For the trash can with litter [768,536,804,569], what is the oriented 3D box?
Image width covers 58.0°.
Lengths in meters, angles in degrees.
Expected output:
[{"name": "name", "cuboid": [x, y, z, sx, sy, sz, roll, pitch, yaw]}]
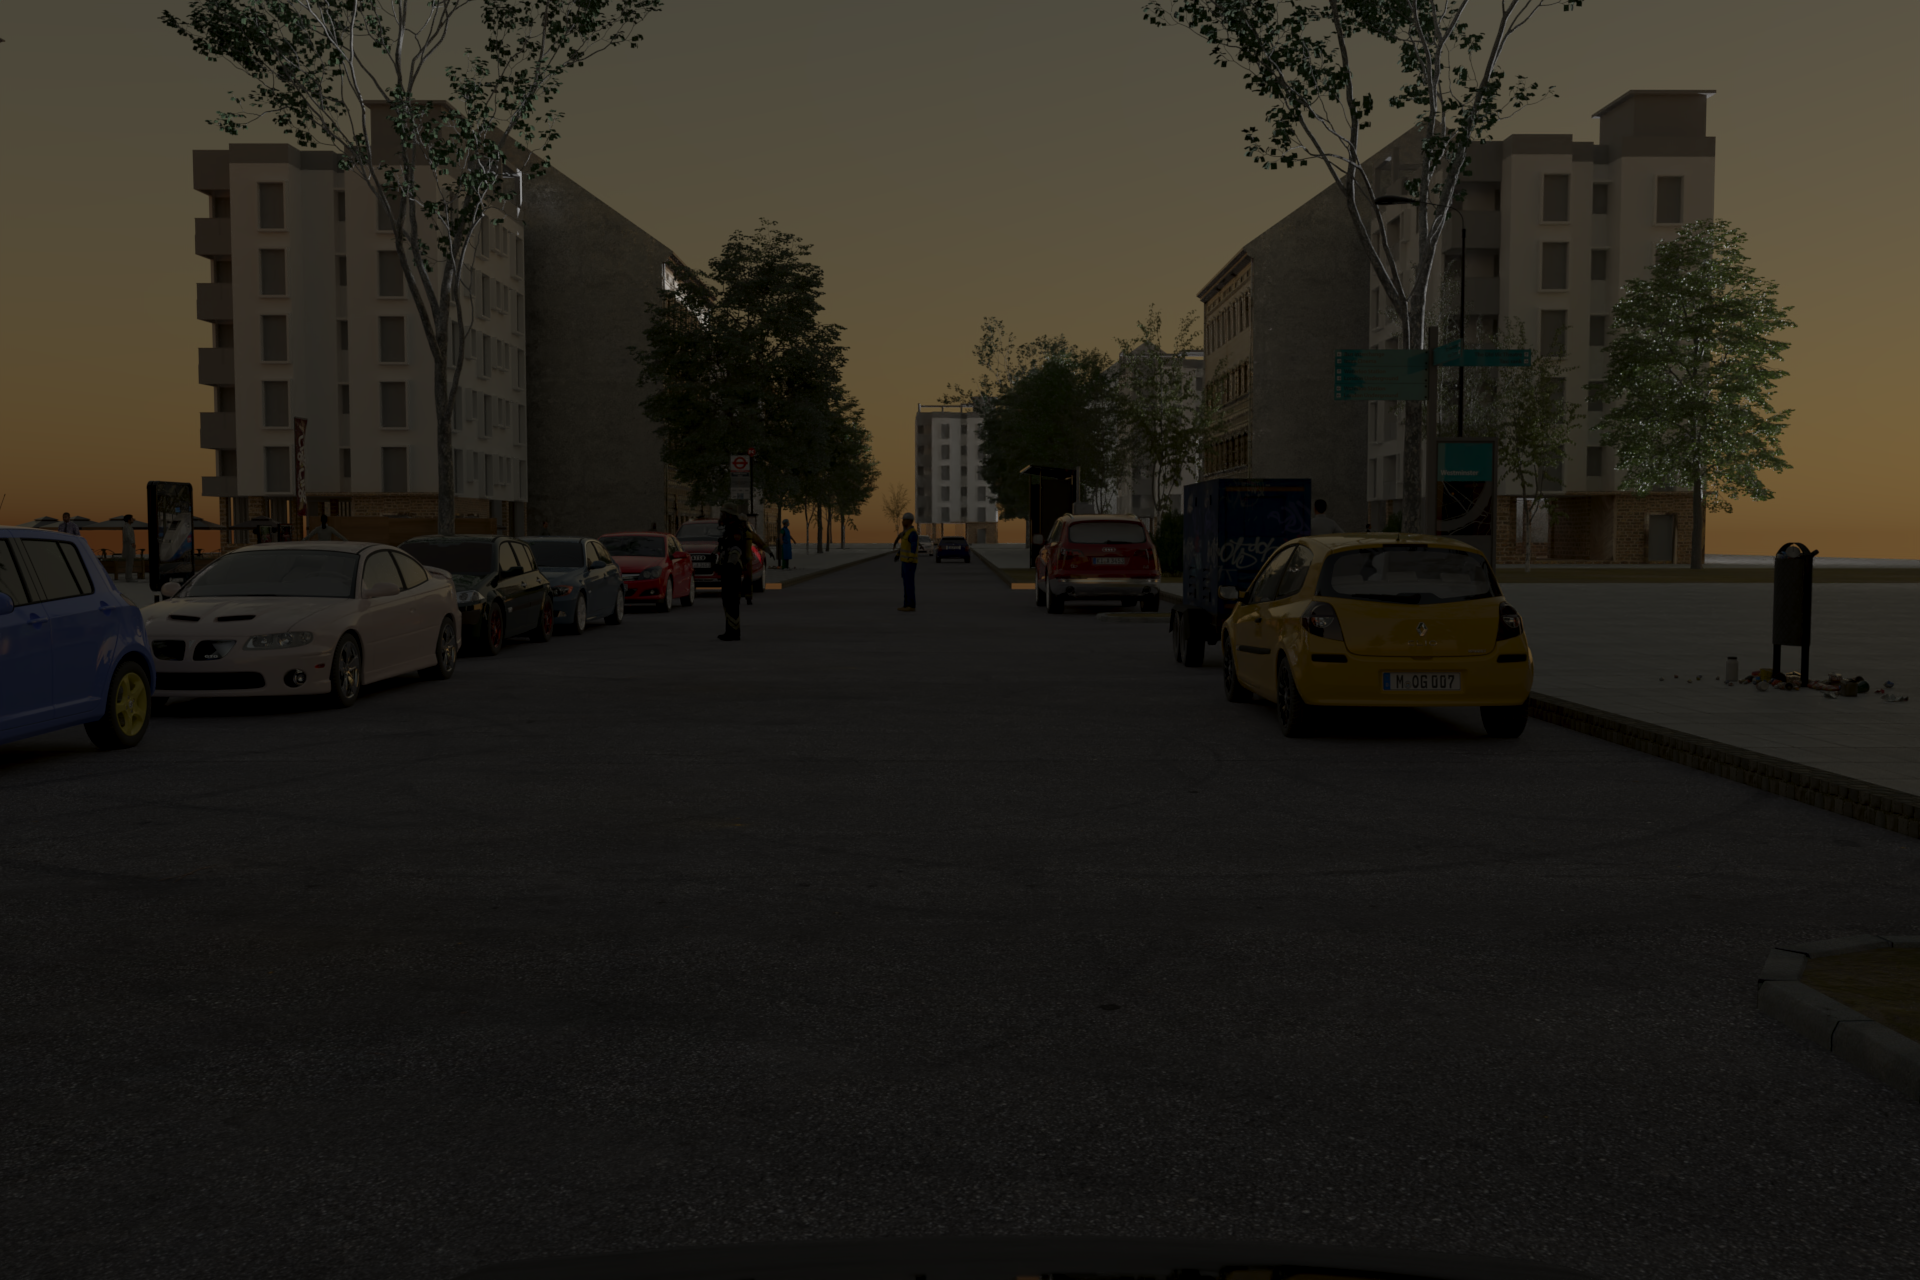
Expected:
[{"name": "trash can with litter", "cuboid": [-6.513, -3.231, 63.876, 1.678, 1.210, 2.233, 0, 3, 0]}]

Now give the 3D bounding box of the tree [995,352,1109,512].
[{"name": "tree", "cuboid": [5.806, -11.615, 108.028, 7.486, 12.596, 7.792, 0, 3, 0]}]

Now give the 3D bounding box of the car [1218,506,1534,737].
[{"name": "car", "cuboid": [3.123, -0.208, 13.625, 2.015, 1.641, 3.980, 0, 3, 0]}]

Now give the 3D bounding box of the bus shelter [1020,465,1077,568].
[{"name": "bus shelter", "cuboid": [3.167, -4.315, 61.830, 1.731, 3.624, 6.357, 0, 4, -1]}]

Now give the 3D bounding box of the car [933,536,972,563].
[{"name": "car", "cuboid": [-0.362, -4.548, 86.933, 1.945, 1.354, 3.894, 0, 4, -1]}]

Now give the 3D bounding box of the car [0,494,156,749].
[{"name": "car", "cuboid": [-6.375, -0.043, 10.301, 1.945, 1.707, 3.694, 0, 4, 0]}]

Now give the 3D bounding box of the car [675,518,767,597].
[{"name": "car", "cuboid": [-5.816, -1.983, 41.092, 2.281, 1.827, 5.304, 0, 4, 0]}]

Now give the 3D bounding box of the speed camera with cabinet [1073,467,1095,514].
[{"name": "speed camera with cabinet", "cuboid": [3.667, -3.411, 50.110, 0.660, 3.252, 2.038, 0, 4, -2]}]

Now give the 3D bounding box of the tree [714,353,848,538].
[{"name": "tree", "cuboid": [-9.601, -9.514, 89.963, 8.767, 10.594, 7.601, 1, 4, 18]}]

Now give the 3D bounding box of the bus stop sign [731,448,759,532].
[{"name": "bus stop sign", "cuboid": [-6.663, -3.973, 53.657, 0.855, 3.939, 0.416, 0, 3, 0]}]

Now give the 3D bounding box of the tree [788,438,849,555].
[{"name": "tree", "cuboid": [-9.597, -9.537, 106.291, 4.360, 8.622, 3.978, 0, 3, 0]}]

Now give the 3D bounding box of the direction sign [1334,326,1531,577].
[{"name": "direction sign", "cuboid": [6.085, -2.022, 21.823, 2.525, 3.948, 1.411, 0, 4, 0]}]

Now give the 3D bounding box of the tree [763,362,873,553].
[{"name": "tree", "cuboid": [-9.708, -12.003, 114.376, 7.486, 12.596, 7.792, 0, 3, 0]}]

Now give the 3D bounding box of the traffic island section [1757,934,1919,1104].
[{"name": "traffic island section", "cuboid": [3.401, 1.102, 4.847, 1.991, 0.108, 1.994, 0, 4, -1]}]

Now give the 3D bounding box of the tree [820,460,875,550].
[{"name": "tree", "cuboid": [-9.082, -11.534, 138.939, 4.737, 8.622, 4.395, 0, 3, 0]}]

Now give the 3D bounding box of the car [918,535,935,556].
[{"name": "car", "cuboid": [-2.657, -6.174, 113.301, 2.083, 1.381, 4.827, 0, 4, -1]}]

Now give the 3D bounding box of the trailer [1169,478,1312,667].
[{"name": "trailer", "cuboid": [3.115, -0.775, 19.727, 1.471, 1.999, 3.904, 0, 4, 0]}]

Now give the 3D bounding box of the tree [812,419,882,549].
[{"name": "tree", "cuboid": [-10.075, -13.565, 147.546, 9.928, 11.665, 9.643, 0, 3, 0]}]

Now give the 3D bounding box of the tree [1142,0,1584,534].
[{"name": "tree", "cuboid": [8.126, -10.988, 35.537, 12.611, 20.169, 13.585, 0, 3, 0]}]

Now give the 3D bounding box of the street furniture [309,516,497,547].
[{"name": "street furniture", "cuboid": [-16.171, -2.469, 47.216, 11.010, 1.723, 9.812, -1, 4, -18]}]

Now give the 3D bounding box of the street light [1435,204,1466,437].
[{"name": "street light", "cuboid": [7.460, -3.143, 23.928, 1.470, 5.913, 1.316, 0, 4, -1]}]

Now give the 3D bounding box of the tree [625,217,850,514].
[{"name": "tree", "cuboid": [-9.060, -10.073, 71.356, 9.857, 13.997, 8.962, 0, 3, 0]}]

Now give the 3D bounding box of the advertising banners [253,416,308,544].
[{"name": "advertising banners", "cuboid": [-9.883, -1.781, 25.311, 0.090, 3.025, 2.074, 0, 3, 0]}]

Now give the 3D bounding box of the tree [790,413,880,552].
[{"name": "tree", "cuboid": [-9.349, -11.728, 126.170, 7.601, 10.594, 8.767, -1, 4, -14]}]

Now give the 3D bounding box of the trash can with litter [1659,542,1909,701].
[{"name": "trash can with litter", "cuboid": [6.949, -0.198, 14.297, 1.678, 1.210, 2.233, 0, 3, 0]}]

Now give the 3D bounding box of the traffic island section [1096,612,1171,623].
[{"name": "traffic island section", "cuboid": [3.305, -0.370, 28.913, 1.991, 0.108, 1.994, 0, 4, -1]}]

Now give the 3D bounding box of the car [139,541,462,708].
[{"name": "car", "cuboid": [-5.956, -0.207, 15.742, 2.083, 1.381, 4.827, 0, 3, 0]}]

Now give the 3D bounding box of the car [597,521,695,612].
[{"name": "car", "cuboid": [-6.198, -1.465, 32.995, 2.155, 1.783, 4.494, 0, 3, 0]}]

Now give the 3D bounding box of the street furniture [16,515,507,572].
[{"name": "street furniture", "cuboid": [-30.790, -3.367, 60.078, 27.439, 1.986, 14.083, 0, 4, 4]}]

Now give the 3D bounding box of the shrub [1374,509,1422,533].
[{"name": "shrub", "cuboid": [14.073, -3.159, 55.695, 1.661, 2.075, 1.752, 0, 3, 0]}]

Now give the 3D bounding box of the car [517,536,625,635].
[{"name": "car", "cuboid": [-6.233, -0.864, 26.134, 2.014, 1.417, 4.499, 0, 4, 0]}]

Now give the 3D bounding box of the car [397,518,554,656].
[{"name": "car", "cuboid": [-6.304, -0.722, 21.596, 2.009, 1.686, 4.222, 0, 3, 0]}]

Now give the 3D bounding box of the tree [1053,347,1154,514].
[{"name": "tree", "cuboid": [5.408, -7.264, 69.132, 4.360, 8.622, 3.978, 0, 3, 0]}]

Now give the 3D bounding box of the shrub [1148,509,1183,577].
[{"name": "shrub", "cuboid": [6.358, -2.909, 51.606, 1.661, 2.075, 1.752, 0, 3, 0]}]

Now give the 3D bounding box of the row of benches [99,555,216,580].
[{"name": "row of benches", "cuboid": [-23.161, -2.111, 49.973, 1.422, 0.672, 4.104, 1, 4, 18]}]

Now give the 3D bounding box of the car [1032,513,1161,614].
[{"name": "car", "cuboid": [2.546, -1.473, 32.763, 2.281, 1.827, 5.304, 0, 4, -1]}]
